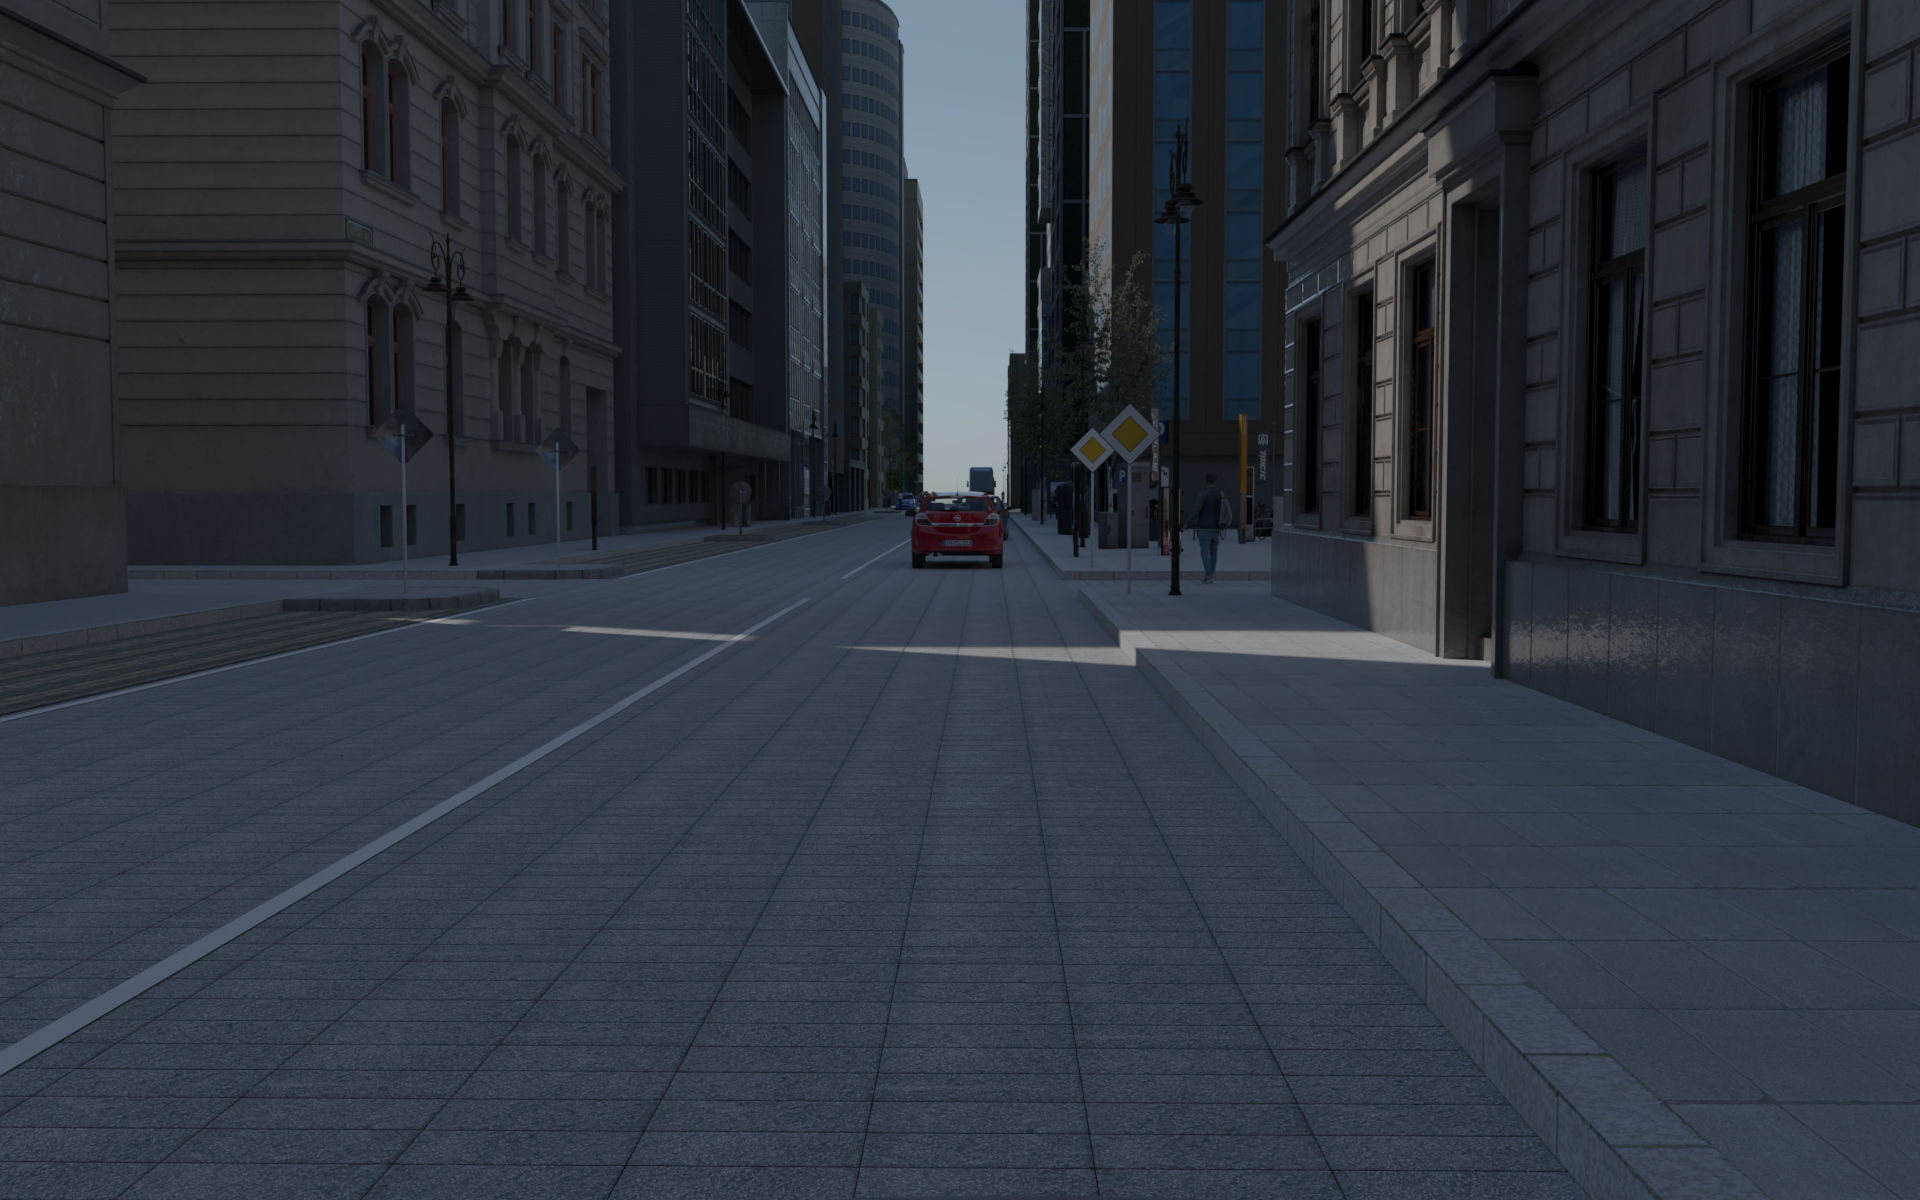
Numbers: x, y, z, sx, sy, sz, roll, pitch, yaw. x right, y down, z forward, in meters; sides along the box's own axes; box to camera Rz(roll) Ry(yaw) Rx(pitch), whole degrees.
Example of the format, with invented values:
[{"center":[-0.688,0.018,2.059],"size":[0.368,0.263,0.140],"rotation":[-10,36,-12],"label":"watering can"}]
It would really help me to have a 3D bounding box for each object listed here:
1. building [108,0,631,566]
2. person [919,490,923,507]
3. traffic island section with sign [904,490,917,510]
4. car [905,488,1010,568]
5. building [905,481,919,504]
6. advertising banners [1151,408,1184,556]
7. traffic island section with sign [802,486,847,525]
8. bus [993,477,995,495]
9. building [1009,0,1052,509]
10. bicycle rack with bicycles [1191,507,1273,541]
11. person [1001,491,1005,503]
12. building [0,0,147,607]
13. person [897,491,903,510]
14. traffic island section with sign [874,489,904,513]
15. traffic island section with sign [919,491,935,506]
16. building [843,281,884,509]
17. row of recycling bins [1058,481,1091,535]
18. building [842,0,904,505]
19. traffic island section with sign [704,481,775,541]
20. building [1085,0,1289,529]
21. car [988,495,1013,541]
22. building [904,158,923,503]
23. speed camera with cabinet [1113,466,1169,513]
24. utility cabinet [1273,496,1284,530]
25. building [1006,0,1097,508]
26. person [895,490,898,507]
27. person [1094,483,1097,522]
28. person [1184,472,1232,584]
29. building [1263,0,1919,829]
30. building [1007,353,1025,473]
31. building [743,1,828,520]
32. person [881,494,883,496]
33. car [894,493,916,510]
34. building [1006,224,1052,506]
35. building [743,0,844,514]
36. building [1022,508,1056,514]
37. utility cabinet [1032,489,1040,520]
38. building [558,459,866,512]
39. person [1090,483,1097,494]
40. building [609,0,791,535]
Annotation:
[{"center":[-16.870,-15.534,41.363],"size":[14.401,28.519,23.554],"rotation":[0,4,1],"label":"building"},{"center":[-3.939,-10.393,178.428],"size":[0.705,1.823,1.348],"rotation":[2,4,31],"label":"person"},{"center":[-4.967,-9.102,157.451],"size":[1.989,1.847,2.006],"rotation":[0,4,1],"label":"traffic island section with sign"},{"center":[-0.052,-1.582,34.902],"size":[2.155,1.783,4.494],"rotation":[0,3,0],"label":"car"},{"center":[-21.900,-32.904,229.853],"size":[32.217,40.220,23.993],"rotation":[0,4,1],"label":"building"},{"center":[4.301,-2.439,36.066],"size":[0.090,3.025,2.074],"rotation":[2,4,26],"label":"advertising banners"},{"center":[-6.265,-4.384,80.306],"size":[1.989,1.847,2.006],"rotation":[0,4,1],"label":"traffic island section with sign"},{"center":[2.929,-13.701,215.562],"size":[2.896,3.916,12.252],"rotation":[0,4,0],"label":"bus"},{"center":[15.358,-50.581,139.673],"size":[22.319,86.520,31.000],"rotation":[0,4,1],"label":"building"},{"center":[7.487,-2.126,48.138],"size":[2.852,0.926,2.925],"rotation":[2,4,31],"label":"bicycle rack with bicycles"},{"center":[6.148,-14.749,247.862],"size":[0.551,1.740,0.621],"rotation":[0,4,1],"label":"person"},{"center":[-25.185,-11.105,14.846],"size":[30.059,22.955,16.112],"rotation":[0,4,1],"label":"building"},{"center":[-5.310,-8.719,151.988],"size":[0.436,1.711,0.756],"rotation":[3,5,43],"label":"person"},{"center":[-5.439,-7.410,129.774],"size":[1.989,1.847,2.006],"rotation":[0,4,1],"label":"traffic island section with sign"},{"center":[-4.057,-12.456,212.280],"size":[1.989,1.847,2.006],"rotation":[0,4,1],"label":"traffic island section with sign"},{"center":[-21.569,-18.991,155.541],"size":[27.650,21.520,28.899],"rotation":[0,4,1],"label":"building"},{"center":[3.602,-2.963,55.557],"size":[1.069,1.692,3.534],"rotation":[0,4,0],"label":"row of recycling bins"},{"center":[-17.736,-40.439,203.168],"size":[21.231,58.520,28.212],"rotation":[0,4,1],"label":"building"},{"center":[-6.718,-2.715,53.019],"size":[1.989,1.847,2.006],"rotation":[0,4,1],"label":"traffic island section with sign"},{"center":[12.513,-25.617,68.957],"size":[14.600,45.320,14.200],"rotation":[0,4,1],"label":"building"},{"center":[0.646,-2.613,54.717],"size":[2.014,1.417,4.499],"rotation":[0,4,3],"label":"car"},{"center":[-16.391,-38.444,252.265],"size":[21.300,48.544,21.600],"rotation":[0,4,1],"label":"building"},{"center":[5.943,-3.883,57.825],"size":[2.038,3.252,0.660],"rotation":[3,4,37],"label":"speed camera with cabinet"},{"center":[8.493,-2.111,45.672],"size":[0.306,1.237,1.020],"rotation":[1,4,20],"label":"utility cabinet"},{"center":[15.777,-46.614,200.398],"size":[20.563,71.187,20.611],"rotation":[0,4,1],"label":"building"},{"center":[-6.373,-10.281,175.048],"size":[0.530,1.710,0.541],"rotation":[1,4,20],"label":"person"},{"center":[6.153,-4.513,80.046],"size":[0.699,1.804,1.509],"rotation":[1,4,21],"label":"person"},{"center":[4.010,-1.157,27.770],"size":[0.623,1.781,0.721],"rotation":[-3,4,-36],"label":"person"},{"center":[8.488,-9.025,12.187],"size":[10.561,19.102,19.286],"rotation":[0,4,1],"label":"building"},{"center":[20.164,-23.334,226.553],"size":[27.650,21.520,28.899],"rotation":[0,4,1],"label":"building"},{"center":[-14.108,-16.847,93.476],"size":[12.078,24.808,19.932],"rotation":[0,4,1],"label":"building"},{"center":[-8.319,-10.460,177.076],"size":[1.348,1.822,0.705],"rotation":[-2,4,-35],"label":"person"},{"center":[-4.855,-8.860,154.445],"size":[1.945,1.707,3.694],"rotation":[0,4,0],"label":"car"},{"center":[22.970,-34.279,252.335],"size":[32.217,40.220,23.993],"rotation":[0,4,1],"label":"building"},{"center":[-15.096,-28.283,112.543],"size":[14.600,45.320,14.200],"rotation":[0,4,1],"label":"building"},{"center":[14.465,-41.354,114.395],"size":[20.563,71.187,20.611],"rotation":[0,4,1],"label":"building"},{"center":[3.670,-4.590,83.729],"size":[0.318,1.500,1.173],"rotation":[1,4,9],"label":"utility cabinet"},{"center":[-17.728,-42.263,129.249],"size":[20.563,71.187,20.611],"rotation":[0,4,1],"label":"building"},{"center":[6.406,-4.688,82.935],"size":[0.529,1.795,0.600],"rotation":[-3,5,-44],"label":"person"},{"center":[-15.451,-15.239,68.217],"size":[14.314,24.678,30.058],"rotation":[0,4,1],"label":"building"}]
